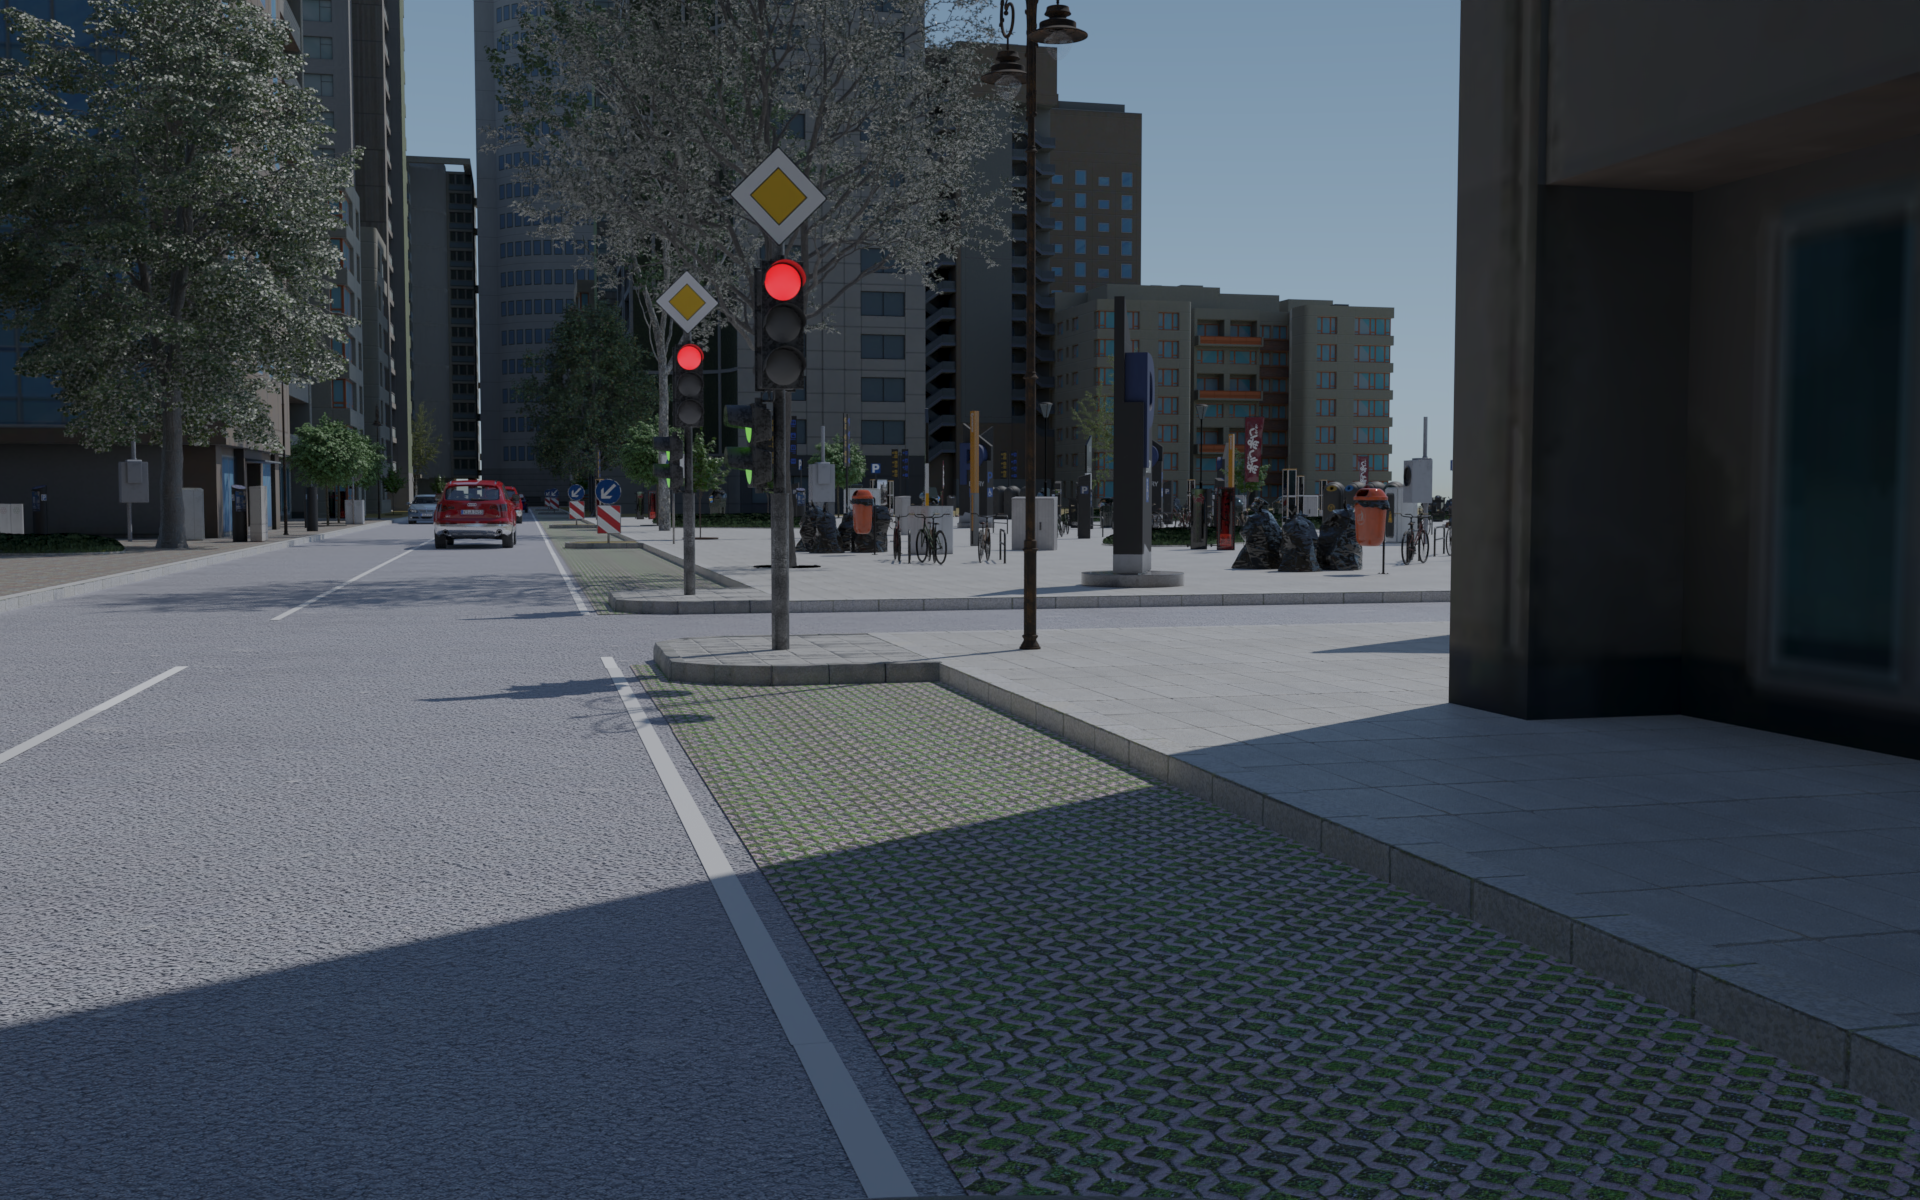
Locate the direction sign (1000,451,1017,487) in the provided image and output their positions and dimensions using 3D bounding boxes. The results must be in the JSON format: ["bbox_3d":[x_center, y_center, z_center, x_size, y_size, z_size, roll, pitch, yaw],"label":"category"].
[{"bbox_3d":[2.539,-6.015,90.335,0.876,3.537,0.379,0,4,8],"label":"direction sign"}]

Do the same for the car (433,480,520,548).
[{"bbox_3d":[-13.202,-2.363,47.312,2.281,1.827,5.304,-1,4,-13],"label":"car"}]

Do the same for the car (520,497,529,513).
[{"bbox_3d":[-34.202,-7.400,133.563,1.945,1.354,3.894,-1,4,-14],"label":"car"}]

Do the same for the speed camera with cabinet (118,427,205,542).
[{"bbox_3d":[-21.811,-3.239,47.287,2.038,3.252,0.660,-2,4,-32],"label":"speed camera with cabinet"}]

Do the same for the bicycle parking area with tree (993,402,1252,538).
[{"bbox_3d":[5.199,-4.138,54.665,8.231,4.147,9.016,0,4,0],"label":"bicycle parking area with tree"}]

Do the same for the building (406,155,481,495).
[{"bbox_3d":[-64.415,-30.314,187.516,23.993,40.220,32.217,-1,4,-14],"label":"building"}]

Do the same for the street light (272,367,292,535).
[{"bbox_3d":[-21.157,-4.978,54.185,0.468,5.910,1.993,-1,4,-14],"label":"street light"}]

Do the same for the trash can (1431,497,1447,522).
[{"bbox_3d":[22.058,-4.174,79.897,0.748,1.137,0.748,0,3,0],"label":"trash can"}]

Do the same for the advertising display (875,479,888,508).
[{"bbox_3d":[-3.410,-4.269,75.018,0.123,1.923,0.974,2,4,26],"label":"advertising display"}]

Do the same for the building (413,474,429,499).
[{"bbox_3d":[-62.231,-30.343,150.738,28.867,44.769,22.147,-1,4,-14],"label":"building"}]

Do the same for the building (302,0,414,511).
[{"bbox_3d":[-47.837,-27.045,125.778,14.154,41.232,14.086,-1,4,-14],"label":"building"}]

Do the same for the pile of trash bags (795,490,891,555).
[{"bbox_3d":[-2.430,-1.713,37.752,1.912,1.369,3.447,-1,4,-17],"label":"pile of trash bags"}]

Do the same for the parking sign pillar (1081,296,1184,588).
[{"bbox_3d":[2.430,-2.190,24.278,1.447,3.967,1.447,1,4,12],"label":"parking sign pillar"}]

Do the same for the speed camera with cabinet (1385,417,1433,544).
[{"bbox_3d":[11.647,-3.099,45.005,0.660,3.252,2.038,0,4,-5],"label":"speed camera with cabinet"}]

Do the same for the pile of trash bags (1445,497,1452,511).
[{"bbox_3d":[25.375,-5.149,93.936,3.447,1.369,1.912,3,4,36],"label":"pile of trash bags"}]

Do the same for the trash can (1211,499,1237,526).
[{"bbox_3d":[7.710,-2.382,50.604,0.748,1.137,0.748,0,3,0],"label":"trash can"}]

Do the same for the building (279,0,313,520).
[{"bbox_3d":[-41.836,-27.733,77.129,21.300,48.544,21.600,-1,4,-14],"label":"building"}]

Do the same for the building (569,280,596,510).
[{"bbox_3d":[-20.933,-19.086,157.089,27.650,21.520,28.899,-1,4,-14],"label":"building"}]

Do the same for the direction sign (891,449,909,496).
[{"bbox_3d":[-3.013,-5.815,87.076,0.876,3.537,0.379,1,4,12],"label":"direction sign"}]

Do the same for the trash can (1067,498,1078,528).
[{"bbox_3d":[4.408,-3.296,65.539,0.748,1.137,0.748,0,3,0],"label":"trash can"}]

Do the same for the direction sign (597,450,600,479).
[{"bbox_3d":[-18.437,-5.900,88.454,0.379,3.537,0.876,0,4,-5],"label":"direction sign"}]

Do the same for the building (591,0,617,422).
[{"bbox_3d":[-21.295,-27.564,134.271,14.154,41.232,14.086,-1,4,-14],"label":"building"}]

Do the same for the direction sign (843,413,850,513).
[{"bbox_3d":[-3.189,-3.473,48.788,0.379,3.537,0.876,0,4,7],"label":"direction sign"}]

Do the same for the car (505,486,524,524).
[{"bbox_3d":[-22.533,-4.659,84.852,2.281,1.827,5.304,-1,4,-16],"label":"car"}]

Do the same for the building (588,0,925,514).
[{"bbox_3d":[-14.619,-41.482,116.486,20.563,71.187,20.611,-1,4,-14],"label":"building"}]

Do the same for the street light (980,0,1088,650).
[{"bbox_3d":[0.580,-2.531,14.163,0.468,5.910,1.993,-1,4,-14],"label":"street light"}]

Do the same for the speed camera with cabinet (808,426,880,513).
[{"bbox_3d":[-3.385,-3.451,50.764,2.038,3.252,0.660,-1,4,-18],"label":"speed camera with cabinet"}]

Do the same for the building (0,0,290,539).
[{"bbox_3d":[-29.487,-24.683,53.677,14.600,45.320,14.200,-1,4,-14],"label":"building"}]

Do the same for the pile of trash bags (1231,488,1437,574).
[{"bbox_3d":[6.049,-1.174,28.952,1.912,1.369,3.447,-1,4,-22],"label":"pile of trash bags"}]

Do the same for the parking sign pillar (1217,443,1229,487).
[{"bbox_3d":[13.714,-6.236,90.437,1.447,3.967,1.447,1,4,17],"label":"parking sign pillar"}]

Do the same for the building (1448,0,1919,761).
[{"bbox_3d":[15.899,-23.113,1.606,21.300,48.544,21.600,-1,4,-14],"label":"building"}]

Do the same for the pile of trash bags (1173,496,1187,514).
[{"bbox_3d":[12.948,-5.466,99.113,1.912,1.369,3.447,2,4,24],"label":"pile of trash bags"}]

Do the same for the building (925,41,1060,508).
[{"bbox_3d":[0.499,-31.783,169.758,14.200,45.320,14.600,-1,4,-14],"label":"building"}]

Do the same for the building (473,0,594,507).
[{"bbox_3d":[-37.650,-39.485,187.578,28.212,58.520,21.231,-1,4,-14],"label":"building"}]

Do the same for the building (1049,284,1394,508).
[{"bbox_3d":[22.755,-19.898,170.366,28.899,21.520,27.650,-1,4,-14],"label":"building"}]

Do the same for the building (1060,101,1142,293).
[{"bbox_3d":[11.555,-33.487,197.627,14.200,45.320,14.600,-1,4,-14],"label":"building"}]

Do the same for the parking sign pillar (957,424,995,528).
[{"bbox_3d":[0.657,-4.918,68.884,1.447,3.967,1.447,-2,4,-28],"label":"parking sign pillar"}]

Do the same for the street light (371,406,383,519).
[{"bbox_3d":[-29.929,-7.112,89.074,0.468,5.910,1.993,-1,4,-14],"label":"street light"}]

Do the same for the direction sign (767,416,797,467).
[{"bbox_3d":[-5.150,-3.554,50.108,0.876,3.537,0.379,-1,4,-15],"label":"direction sign"}]

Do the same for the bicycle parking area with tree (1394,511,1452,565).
[{"bbox_3d":[12.577,-2.815,33.032,8.231,4.147,9.016,2,4,35],"label":"bicycle parking area with tree"}]

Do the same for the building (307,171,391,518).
[{"bbox_3d":[-49.837,-15.822,103.724,27.650,21.520,28.899,-1,4,-14],"label":"building"}]
